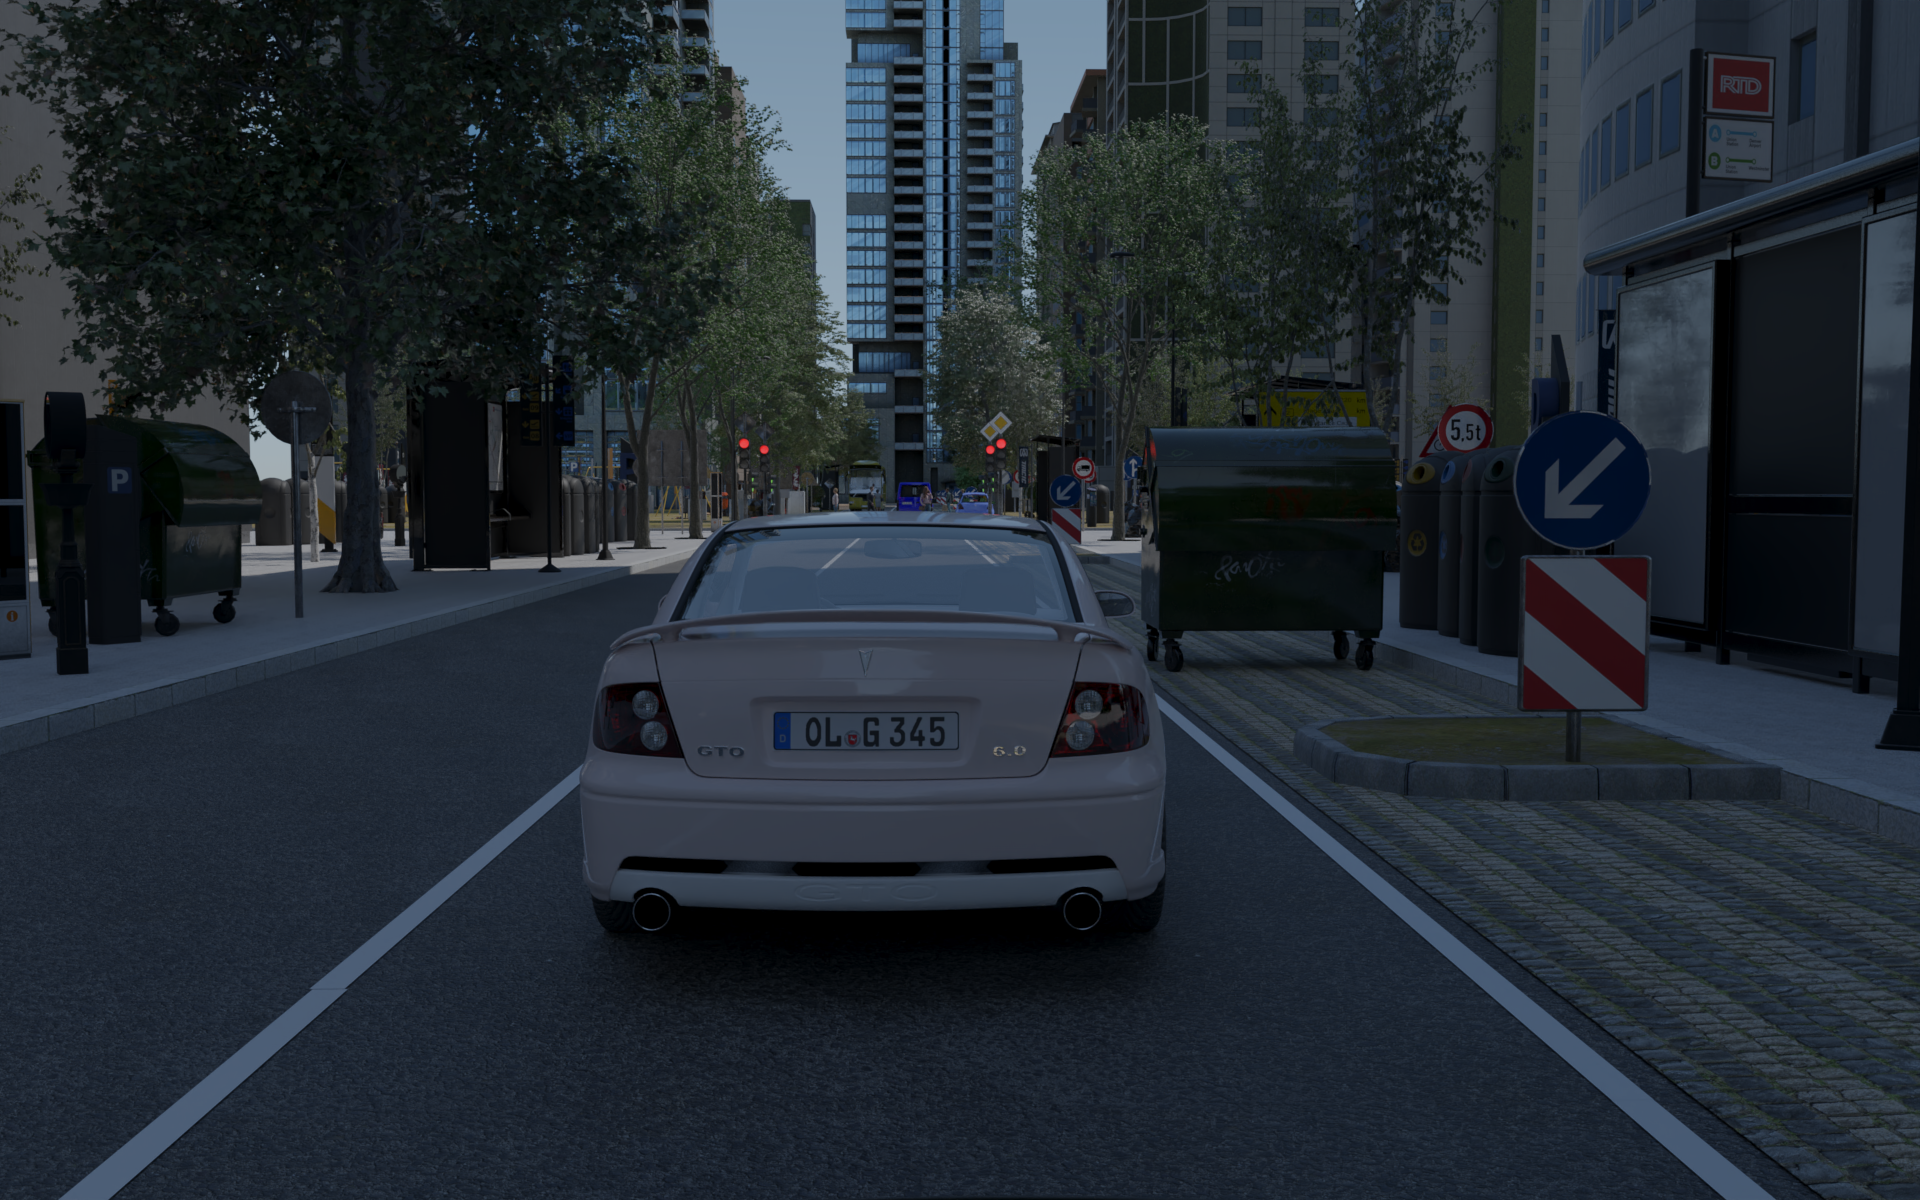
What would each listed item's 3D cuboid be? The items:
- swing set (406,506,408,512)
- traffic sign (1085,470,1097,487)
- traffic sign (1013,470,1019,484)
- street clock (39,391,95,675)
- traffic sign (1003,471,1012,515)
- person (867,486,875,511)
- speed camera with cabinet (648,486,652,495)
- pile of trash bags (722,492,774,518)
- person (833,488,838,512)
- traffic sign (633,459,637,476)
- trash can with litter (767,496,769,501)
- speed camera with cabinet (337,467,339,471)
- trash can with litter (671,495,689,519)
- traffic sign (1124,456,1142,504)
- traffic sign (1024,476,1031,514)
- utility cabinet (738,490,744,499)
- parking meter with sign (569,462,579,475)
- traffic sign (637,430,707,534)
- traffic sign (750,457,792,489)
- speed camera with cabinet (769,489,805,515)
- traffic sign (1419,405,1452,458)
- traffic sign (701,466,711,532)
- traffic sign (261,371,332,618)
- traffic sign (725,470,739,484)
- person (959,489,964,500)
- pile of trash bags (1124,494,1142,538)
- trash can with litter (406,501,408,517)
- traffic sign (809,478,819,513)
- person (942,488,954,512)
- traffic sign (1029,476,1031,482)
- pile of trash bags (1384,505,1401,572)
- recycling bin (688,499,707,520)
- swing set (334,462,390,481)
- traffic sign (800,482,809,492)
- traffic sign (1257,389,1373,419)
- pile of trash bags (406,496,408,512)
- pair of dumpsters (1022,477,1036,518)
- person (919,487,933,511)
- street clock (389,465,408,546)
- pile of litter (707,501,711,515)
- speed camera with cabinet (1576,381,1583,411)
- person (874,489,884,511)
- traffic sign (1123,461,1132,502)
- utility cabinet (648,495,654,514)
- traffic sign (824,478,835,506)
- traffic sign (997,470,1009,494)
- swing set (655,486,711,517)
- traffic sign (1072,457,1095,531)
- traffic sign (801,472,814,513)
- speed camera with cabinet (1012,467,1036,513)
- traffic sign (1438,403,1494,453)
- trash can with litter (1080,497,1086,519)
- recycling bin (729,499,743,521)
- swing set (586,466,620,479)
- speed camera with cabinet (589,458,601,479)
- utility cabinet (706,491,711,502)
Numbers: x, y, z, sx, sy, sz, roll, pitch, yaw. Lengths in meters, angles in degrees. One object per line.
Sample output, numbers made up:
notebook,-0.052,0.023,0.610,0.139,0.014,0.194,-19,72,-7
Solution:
swing set,-35.853,-6.643,106.228,3.119,2.851,2.862,-2,4,-35
traffic sign,5.929,-4.886,79.996,0.768,2.556,0.104,0,4,7
traffic sign,3.085,-5.388,88.199,0.768,2.556,0.104,0,4,0
street clock,-6.344,-0.474,12.322,0.358,2.002,0.471,-2,4,-33
traffic sign,2.429,-5.736,93.887,0.768,2.556,0.104,0,4,6
person,-4.752,-5.223,93.672,0.755,1.850,0.659,2,4,30
speed camera with cabinet,-25.216,-8.895,139.769,0.660,3.252,2.038,-1,4,-11
pile of trash bags,-10.805,-4.732,87.117,3.447,1.369,1.912,-1,4,-23
person,-6.366,-4.948,90.066,0.598,1.740,0.731,-2,4,-24
traffic sign,-10.609,-3.547,58.099,0.768,2.556,0.104,0,4,8
trash can with litter,-15.154,-7.634,136.211,0.624,1.170,1.055,-2,4,-23
speed camera with cabinet,-45.307,-7.945,124.232,2.038,3.252,0.660,-1,4,-19
trash can with litter,-14.123,-4.796,89.468,1.678,1.210,2.233,-2,4,-25
traffic sign,5.863,-3.544,58.046,0.768,2.556,0.104,0,4,6
traffic sign,4.129,-6.762,110.657,0.768,2.556,0.104,0,4,5
utility cabinet,-11.980,-5.242,94.390,0.318,1.500,1.173,-1,4,-14
parking meter with sign,-21.118,-5.917,93.002,0.543,3.016,1.738,1,4,18
traffic sign,-9.144,-3.738,54.987,2.265,3.308,0.079,0,4,5
traffic sign,-10.263,-6.135,94.176,2.265,3.308,0.079,0,4,1
speed camera with cabinet,-10.026,-6.482,100.314,2.038,3.252,0.660,0,4,2
traffic sign,7.125,-1.546,25.279,0.884,2.594,0.081,0,4,1
traffic sign,-8.765,-3.592,58.732,0.884,2.594,0.081,0,4,-1
traffic sign,-6.856,-1.088,17.894,0.768,2.556,0.104,0,4,6
traffic sign,-12.000,-5.574,91.234,0.768,2.556,0.104,0,4,4
person,0.212,-6.601,116.849,0.576,1.772,0.534,0,4,-5
pile of trash bags,5.688,-2.601,52.280,1.912,1.369,3.447,0,4,3
trash can with litter,-31.070,-5.237,97.004,1.055,1.170,0.624,1,4,16
traffic sign,-9.234,-6.590,107.747,0.884,2.594,0.081,0,4,0
person,-0.777,-6.173,109.410,0.713,1.824,0.794,1,4,23
traffic sign,4.848,-7.293,119.339,0.768,2.556,0.104,0,4,7
pile of trash bags,6.819,-1.136,28.330,1.912,1.369,3.447,-1,4,-14
recycling bin,-12.850,-4.415,84.733,0.722,1.027,0.722,-2,4,-29
swing set,-30.332,-5.364,85.324,3.119,2.851,2.862,1,4,19
traffic sign,-11.458,-7.810,127.693,0.884,2.594,0.081,0,4,3
traffic sign,6.881,-2.437,33.719,2.265,3.308,0.079,0,4,-1
pile of trash bags,-39.923,-6.846,121.687,3.447,1.369,1.912,2,4,32
pair of dumpsters,4.256,-5.619,94.371,1.574,2.255,4.437,0,4,-2
person,-1.532,-3.967,73.947,0.593,1.750,0.643,-2,4,-33
street clock,-13.786,-2.325,42.580,0.358,2.002,0.471,1,4,19
pile of litter,-15.185,-5.563,104.916,1.719,0.858,1.176,0,4,8
speed camera with cabinet,11.584,-2.207,30.417,2.038,3.252,0.660,1,4,23
person,-5.752,-7.011,123.495,0.716,1.782,0.532,0,4,1
traffic sign,6.317,-4.026,65.923,0.768,2.556,0.104,0,4,5
utility cabinet,-20.726,-6.322,114.519,1.020,1.237,0.306,2,4,28
traffic sign,-9.270,-7.472,123.345,0.795,2.450,0.064,0,4,4
traffic sign,2.237,-5.622,92.029,0.768,2.556,0.104,0,4,4
swing set,-15.756,-6.229,99.472,2.862,2.851,3.119,0,4,4
traffic sign,4.227,-3.623,59.338,0.768,2.556,0.104,0,4,1
traffic sign,-8.746,-6.061,99.208,0.768,2.556,0.104,0,4,3
speed camera with cabinet,4.669,-7.708,120.358,2.038,3.252,0.660,1,4,16
traffic sign,7.093,-1.484,24.378,0.768,2.556,0.104,0,4,5
trash can with litter,6.281,-4.696,87.831,2.233,1.210,1.678,-1,4,-16
recycling bin,-10.554,-4.263,82.248,0.722,1.027,0.722,-1,4,-17
swing set,-19.847,-6.166,98.438,3.119,2.851,2.862,2,4,29
speed camera with cabinet,-20.426,-6.181,95.396,0.660,3.252,2.038,1,4,17
utility cabinet,-16.050,-6.315,111.933,0.318,1.500,1.173,-2,4,-32
